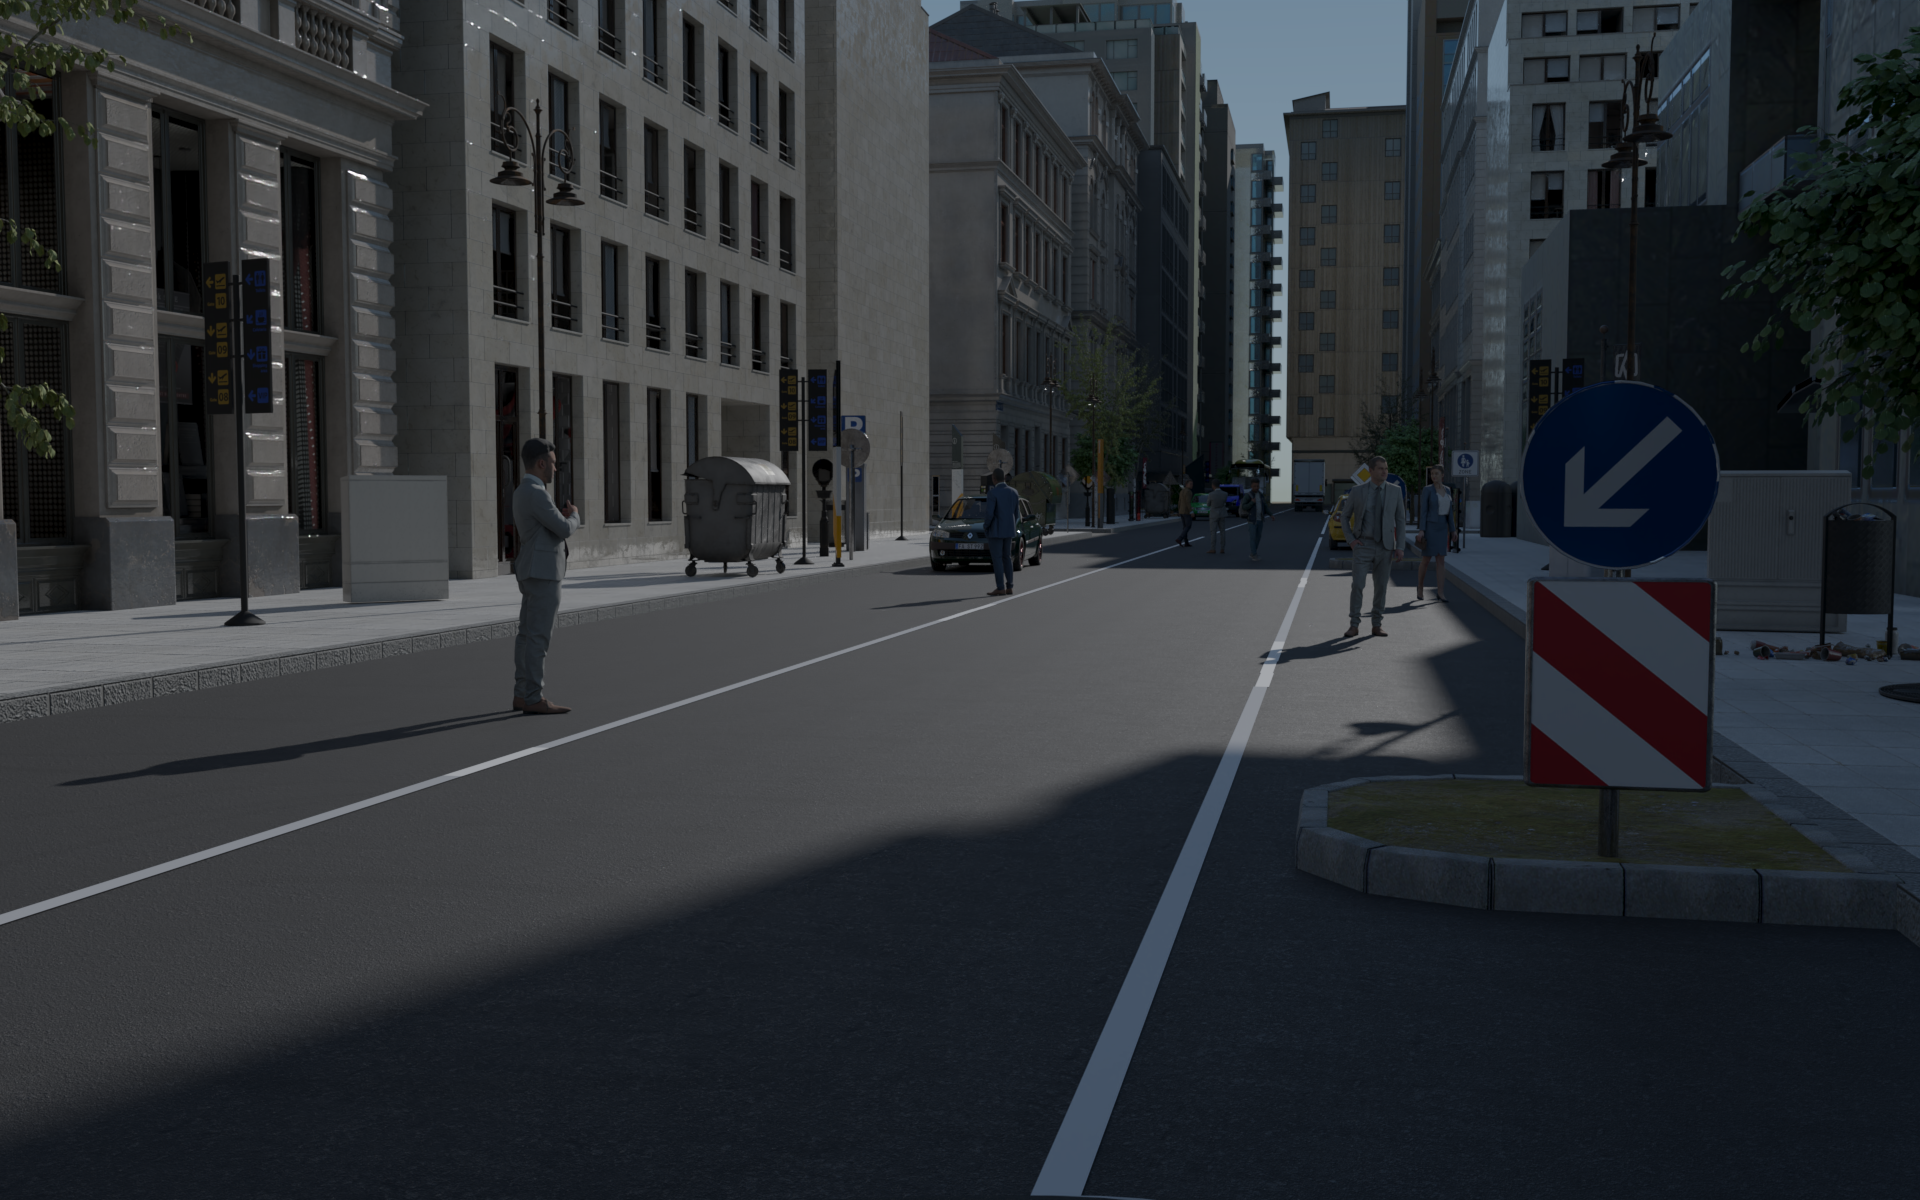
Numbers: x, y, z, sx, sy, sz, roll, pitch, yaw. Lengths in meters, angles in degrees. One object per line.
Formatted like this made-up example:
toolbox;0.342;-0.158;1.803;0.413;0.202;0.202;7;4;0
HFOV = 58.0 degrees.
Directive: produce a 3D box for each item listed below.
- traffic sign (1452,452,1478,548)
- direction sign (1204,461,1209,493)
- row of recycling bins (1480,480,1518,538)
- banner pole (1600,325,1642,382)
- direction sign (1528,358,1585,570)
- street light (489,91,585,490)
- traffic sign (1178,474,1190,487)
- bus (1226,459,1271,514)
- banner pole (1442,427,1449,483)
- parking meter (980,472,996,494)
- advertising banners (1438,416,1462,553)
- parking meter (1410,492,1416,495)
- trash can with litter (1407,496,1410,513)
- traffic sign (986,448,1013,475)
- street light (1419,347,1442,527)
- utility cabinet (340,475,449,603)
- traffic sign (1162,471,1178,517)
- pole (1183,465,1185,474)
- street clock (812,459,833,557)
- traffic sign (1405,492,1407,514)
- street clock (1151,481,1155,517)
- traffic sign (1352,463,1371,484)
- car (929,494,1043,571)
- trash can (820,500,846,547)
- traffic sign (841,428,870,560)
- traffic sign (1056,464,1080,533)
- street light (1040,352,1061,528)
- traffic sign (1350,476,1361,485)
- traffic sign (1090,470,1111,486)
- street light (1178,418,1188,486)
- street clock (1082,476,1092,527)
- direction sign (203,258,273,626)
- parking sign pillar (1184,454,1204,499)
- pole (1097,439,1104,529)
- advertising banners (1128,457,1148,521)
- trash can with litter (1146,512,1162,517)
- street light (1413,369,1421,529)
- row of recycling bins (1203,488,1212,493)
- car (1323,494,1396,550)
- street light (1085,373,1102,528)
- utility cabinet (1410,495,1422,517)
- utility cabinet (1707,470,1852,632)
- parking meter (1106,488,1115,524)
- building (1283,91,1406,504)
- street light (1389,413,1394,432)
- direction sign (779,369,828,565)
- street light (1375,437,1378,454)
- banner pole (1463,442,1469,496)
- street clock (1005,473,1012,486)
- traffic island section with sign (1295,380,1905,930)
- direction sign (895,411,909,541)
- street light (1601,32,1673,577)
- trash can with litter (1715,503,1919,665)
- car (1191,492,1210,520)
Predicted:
traffic sign;11.901;-2.368;40.844;0.606;2.300;0.079;1;4;17
direction sign;16.767;-7.766;118.963;0.379;3.537;0.876;-3;5;-42
row of recycling bins;17.122;-2.734;51.812;3.534;1.692;1.069;-2;4;-25
banner pole;9.682;-2.176;25.595;0.401;3.779;0.863;-2;4;-35
direction sign;9.996;-2.269;29.102;0.876;3.537;0.379;2;4;30
street light;-4.933;-2.913;20.411;0.468;5.910;1.993;1;4;12
traffic sign;14.038;-6.644;108.727;0.768;2.556;0.104;1;4;21
bus;21.057;-8.199;125.593;2.896;3.916;12.252;1;4;12
banner pole;17.980;-4.541;64.259;0.401;3.779;0.863;2;4;33
parking meter;0.746;-2.449;45.748;0.399;1.863;0.255;-3;5;-39
advertising banners;10.831;-2.579;38.348;0.090;3.025;2.074;0;4;3
parking meter;26.313;-5.636;100.564;0.372;1.533;0.369;0;3;0
trash can with litter;30.418;-6.416;116.280;0.624;1.170;1.055;3;4;36
traffic sign;1.105;-2.953;48.389;0.768;2.556;0.104;1;4;13
street light;14.832;-4.994;54.444;0.468;5.910;1.993;1;4;12
utility cabinet;-6.712;-0.728;20.577;1.173;1.500;0.318;-3;4;-38
traffic sign;11.609;-5.861;95.830;0.884;2.594;0.081;1;4;16
pole;15.603;-7.774;120.942;0.158;3.312;0.155;0;3;0
street clock;-2.791;-1.896;35.563;0.471;2.002;0.358;0;4;-1
traffic sign;21.417;-5.080;83.171;0.768;2.556;0.104;1;4;15
street clock;10.926;-5.731;98.269;0.358;2.002;0.471;0;4;5
traffic sign;12.895;-3.158;55.273;0.795;2.450;0.064;1;4;12
car;0.545;-1.455;33.573;2.009;1.686;4.222;1;4;10
trash can;-3.038;-1.860;42.067;0.748;1.137;0.748;0;3;0
traffic sign;-2.115;-2.047;33.581;0.768;2.556;0.104;1;4;18
traffic sign;3.574;-3.283;57.321;0.795;2.450;0.064;1;4;12
street light;2.963;-5.122;56.540;0.468;5.910;1.993;1;4;12
traffic sign;14.598;-3.635;63.075;0.795;2.450;0.064;1;4;12
traffic sign;5.277;-3.760;65.123;0.795;2.450;0.064;1;4;12
street light;13.337;-8.008;103.720;0.468;5.910;1.993;1;4;12
street clock;5.039;-3.902;68.368;0.471;2.002;0.358;0;3;0
direction sign;-7.014;-1.522;16.881;0.876;3.537;0.379;2;4;26
parking sign pillar;15.603;-7.785;115.755;1.447;3.967;1.447;-1;4;-20
pole;5.221;-4.313;64.368;0.158;3.312;0.155;0;3;0
advertising banners;8.416;-5.238;81.823;0.090;3.025;2.074;2;4;31
trash can with litter;10.800;-5.215;96.645;1.055;1.170;0.624;2;4;24
street light;16.707;-5.512;62.903;0.468;5.910;1.993;1;4;12
row of recycling bins;17.653;-7.127;123.643;1.069;1.692;3.534;1;4;15
car;10.591;-2.167;45.647;2.015;1.641;3.980;1;4;11
street light;5.100;-5.711;66.171;0.468;5.910;1.993;1;4;12
utility cabinet;26.024;-5.314;98.038;1.020;1.237;0.306;0;4;-7
utility cabinet;7.604;-0.455;16.120;1.173;1.500;0.318;1;4;20
parking meter;6.417;-3.994;73.710;0.372;1.533;0.369;0;3;0
building;57.696;-39.402;233.460;27.495;52.752;28.713;1;4;12
street light;24.586;-7.727;99.120;0.468;5.910;1.993;1;4;12
direction sign;-2.844;-2.416;31.505;0.876;3.537;0.379;0;4;3
street light;32.548;-9.949;135.447;0.468;5.910;1.993;1;4;12
banner pole;24.360;-5.712;83.404;0.401;3.779;0.863;2;4;33
street clock;1.432;-3.157;56.181;0.471;2.002;0.358;-2;4;-34
traffic island section with sign;2.352;0.111;6.821;1.989;1.847;2.006;1;4;12
direction sign;-1.608;-3.410;47.756;0.379;3.537;0.876;0;4;1
street light;6.967;-2.764;17.976;0.468;5.910;1.993;1;4;12
trash can with litter;6.679;-0.165;13.761;2.233;1.210;1.678;1;4;8
car;13.405;-5.238;94.437;1.959;1.807;4.718;1;4;12
